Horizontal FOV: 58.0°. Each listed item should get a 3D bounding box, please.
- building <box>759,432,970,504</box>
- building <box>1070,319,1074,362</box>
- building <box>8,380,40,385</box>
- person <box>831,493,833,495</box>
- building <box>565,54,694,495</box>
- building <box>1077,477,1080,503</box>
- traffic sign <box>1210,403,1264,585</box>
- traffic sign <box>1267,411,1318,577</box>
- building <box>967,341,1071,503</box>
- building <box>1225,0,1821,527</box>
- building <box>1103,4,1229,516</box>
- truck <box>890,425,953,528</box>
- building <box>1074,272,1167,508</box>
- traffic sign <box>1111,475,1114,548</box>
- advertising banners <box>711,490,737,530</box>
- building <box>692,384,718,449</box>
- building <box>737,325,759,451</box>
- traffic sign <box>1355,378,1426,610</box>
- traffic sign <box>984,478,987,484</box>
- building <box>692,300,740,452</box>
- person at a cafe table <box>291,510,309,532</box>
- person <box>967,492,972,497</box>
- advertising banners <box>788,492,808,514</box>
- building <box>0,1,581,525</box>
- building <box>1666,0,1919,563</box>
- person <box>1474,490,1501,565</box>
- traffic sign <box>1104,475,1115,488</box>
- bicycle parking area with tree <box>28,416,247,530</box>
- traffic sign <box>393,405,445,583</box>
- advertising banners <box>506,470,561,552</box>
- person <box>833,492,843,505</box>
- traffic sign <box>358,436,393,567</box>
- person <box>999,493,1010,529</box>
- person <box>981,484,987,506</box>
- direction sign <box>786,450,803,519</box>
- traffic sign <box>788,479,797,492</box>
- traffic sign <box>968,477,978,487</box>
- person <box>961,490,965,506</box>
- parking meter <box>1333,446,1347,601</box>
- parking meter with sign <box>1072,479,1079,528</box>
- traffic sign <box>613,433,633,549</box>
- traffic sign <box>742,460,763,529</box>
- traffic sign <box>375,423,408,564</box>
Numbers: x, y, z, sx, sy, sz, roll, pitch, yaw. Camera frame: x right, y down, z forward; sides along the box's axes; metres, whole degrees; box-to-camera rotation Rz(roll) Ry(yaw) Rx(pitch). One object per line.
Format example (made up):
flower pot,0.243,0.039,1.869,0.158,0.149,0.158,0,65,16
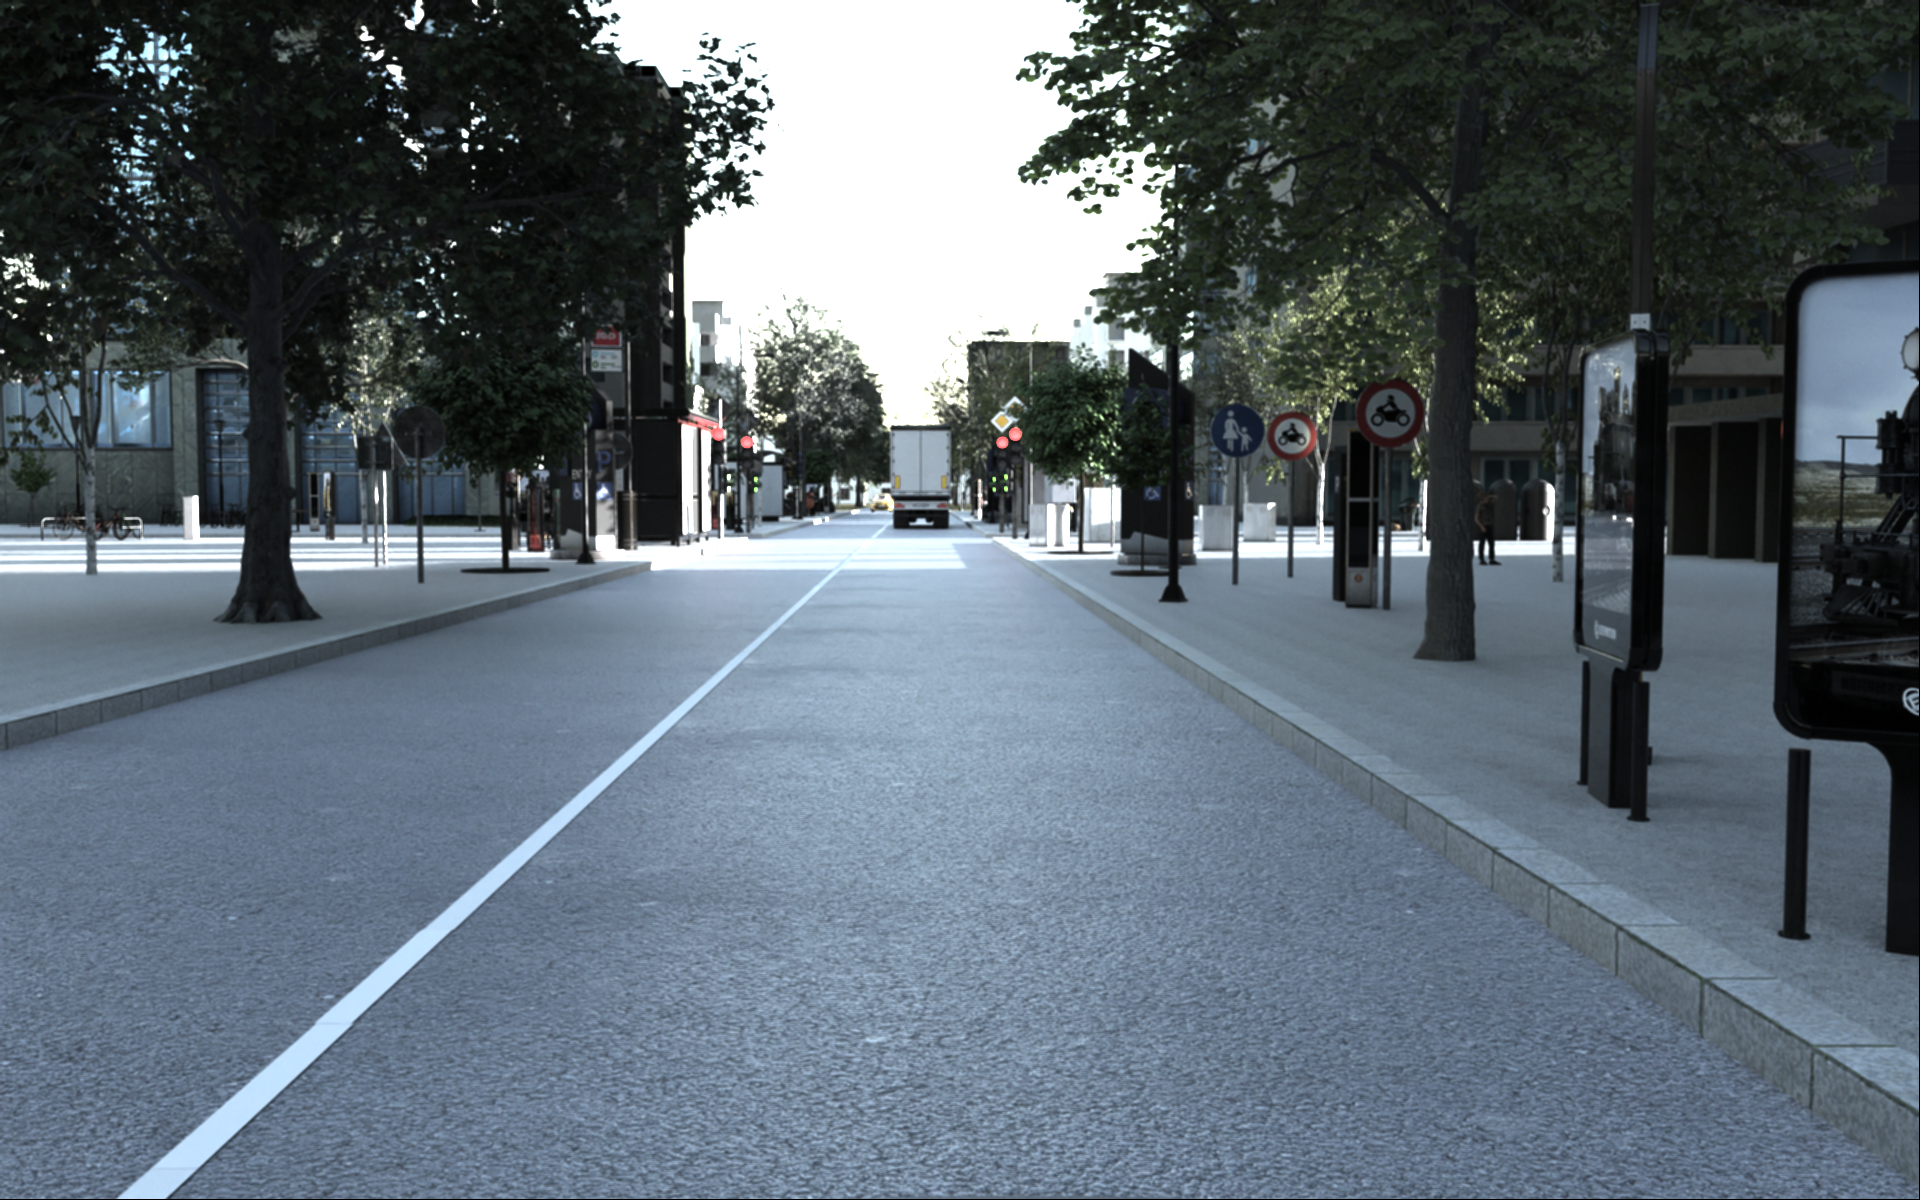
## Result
building,-12.553,-17.746,232.298,28.070,9.664,9.099,0,4,-1
building,18.575,-18.854,164.678,16.016,20.091,11.380,0,4,-1
building,-33.170,-24.831,25.601,30.456,49.044,23.786,0,4,-1
person,-15.208,-12.003,202.309,1.348,1.822,0.705,-1,4,-19
building,-25.988,-21.136,117.275,14.160,30.474,14.107,0,4,-1
building,14.822,-14.829,184.607,9.099,9.664,28.070,0,4,-1
traffic sign,3.902,-1.491,24.477,0.768,2.556,0.104,0,4,1
traffic sign,5.099,-1.624,26.658,0.768,2.556,0.104,0,4,5
building,17.595,-24.327,241.723,32.646,21.610,27.936,0,4,-1
building,23.319,-27.761,77.593,21.600,48.544,21.300,0,4,-1
building,22.541,-49.119,115.775,22.319,86.520,31.000,0,4,-1
truck,-1.682,-5.306,75.659,2.839,4.237,11.283,0,4,-1
building,18.804,-18.159,153.321,16.016,20.091,11.380,0,4,-1
traffic sign,3.658,-2.533,41.520,0.768,2.556,0.104,0,4,2
advertising banners,-8.803,-4.059,62.556,2.074,3.025,0.090,3,4,38
building,-25.027,-12.502,146.557,9.099,9.664,28.070,0,4,-1
building,-38.554,-19.720,188.877,31.486,18.905,16.747,0,4,-1
traffic sign,4.736,-1.165,19.154,0.768,2.556,0.104,0,4,2
traffic sign,2.231,-8.108,132.677,0.768,2.556,0.104,0,4,2
building,-29.236,-18.967,166.527,16.016,20.091,11.380,0,4,-1
person at a cafe table,-23.075,-2.898,58.241,1.698,1.238,1.726,0,4,2
person,1.477,-12.214,205.761,1.348,1.821,0.705,-1,4,-17
advertising banners,-9.982,-7.014,110.869,2.074,3.025,0.090,0,4,-1
building,-31.154,-47.234,84.946,22.319,86.520,31.000,0,4,-1
building,24.835,-22.529,22.971,22.147,44.769,28.867,0,4,-1
person,9.565,-1.310,31.365,0.435,1.345,0.340,-3,5,-42
traffic sign,4.958,-3.519,57.636,0.768,2.556,0.104,0,4,7
bicycle parking area with tree,-30.538,-4.797,65.429,8.231,4.147,9.016,-2,4,-30
traffic sign,-7.783,-1.518,24.928,0.768,2.556,0.104,0,4,5
advertising banners,-9.428,-2.588,38.508,2.074,3.025,0.090,2,4,30
person,-13.920,-11.714,198.279,1.217,1.735,0.721,-1,4,-11
traffic sign,-10.267,-1.731,30.430,0.606,2.300,0.079,0,4,1
person,1.628,-3.251,63.099,0.435,1.345,0.340,0,4,0
person,1.358,-5.121,89.897,0.598,1.807,0.434,-2,4,-32
direction sign,-8.478,-5.916,88.730,0.876,3.537,0.379,0,4,-7
traffic sign,-11.324,-7.162,117.204,0.768,2.556,0.104,0,4,4
traffic sign,0.938,-7.670,125.511,0.768,2.556,0.104,0,4,1
person,0.452,-11.012,186.534,0.683,1.767,0.568,1,4,17
parking meter,4.649,-0.921,20.775,0.255,1.863,0.399,0,4,-2
parking meter with sign,4.175,-4.205,65.018,0.543,3.016,1.738,1,4,9
traffic sign,-7.238,-2.214,36.298,0.768,2.556,0.104,0,4,3
traffic sign,-7.606,-3.878,63.507,0.768,2.556,0.104,0,4,5
traffic sign,-10.493,-1.928,31.534,0.884,2.594,0.081,0,4,2
